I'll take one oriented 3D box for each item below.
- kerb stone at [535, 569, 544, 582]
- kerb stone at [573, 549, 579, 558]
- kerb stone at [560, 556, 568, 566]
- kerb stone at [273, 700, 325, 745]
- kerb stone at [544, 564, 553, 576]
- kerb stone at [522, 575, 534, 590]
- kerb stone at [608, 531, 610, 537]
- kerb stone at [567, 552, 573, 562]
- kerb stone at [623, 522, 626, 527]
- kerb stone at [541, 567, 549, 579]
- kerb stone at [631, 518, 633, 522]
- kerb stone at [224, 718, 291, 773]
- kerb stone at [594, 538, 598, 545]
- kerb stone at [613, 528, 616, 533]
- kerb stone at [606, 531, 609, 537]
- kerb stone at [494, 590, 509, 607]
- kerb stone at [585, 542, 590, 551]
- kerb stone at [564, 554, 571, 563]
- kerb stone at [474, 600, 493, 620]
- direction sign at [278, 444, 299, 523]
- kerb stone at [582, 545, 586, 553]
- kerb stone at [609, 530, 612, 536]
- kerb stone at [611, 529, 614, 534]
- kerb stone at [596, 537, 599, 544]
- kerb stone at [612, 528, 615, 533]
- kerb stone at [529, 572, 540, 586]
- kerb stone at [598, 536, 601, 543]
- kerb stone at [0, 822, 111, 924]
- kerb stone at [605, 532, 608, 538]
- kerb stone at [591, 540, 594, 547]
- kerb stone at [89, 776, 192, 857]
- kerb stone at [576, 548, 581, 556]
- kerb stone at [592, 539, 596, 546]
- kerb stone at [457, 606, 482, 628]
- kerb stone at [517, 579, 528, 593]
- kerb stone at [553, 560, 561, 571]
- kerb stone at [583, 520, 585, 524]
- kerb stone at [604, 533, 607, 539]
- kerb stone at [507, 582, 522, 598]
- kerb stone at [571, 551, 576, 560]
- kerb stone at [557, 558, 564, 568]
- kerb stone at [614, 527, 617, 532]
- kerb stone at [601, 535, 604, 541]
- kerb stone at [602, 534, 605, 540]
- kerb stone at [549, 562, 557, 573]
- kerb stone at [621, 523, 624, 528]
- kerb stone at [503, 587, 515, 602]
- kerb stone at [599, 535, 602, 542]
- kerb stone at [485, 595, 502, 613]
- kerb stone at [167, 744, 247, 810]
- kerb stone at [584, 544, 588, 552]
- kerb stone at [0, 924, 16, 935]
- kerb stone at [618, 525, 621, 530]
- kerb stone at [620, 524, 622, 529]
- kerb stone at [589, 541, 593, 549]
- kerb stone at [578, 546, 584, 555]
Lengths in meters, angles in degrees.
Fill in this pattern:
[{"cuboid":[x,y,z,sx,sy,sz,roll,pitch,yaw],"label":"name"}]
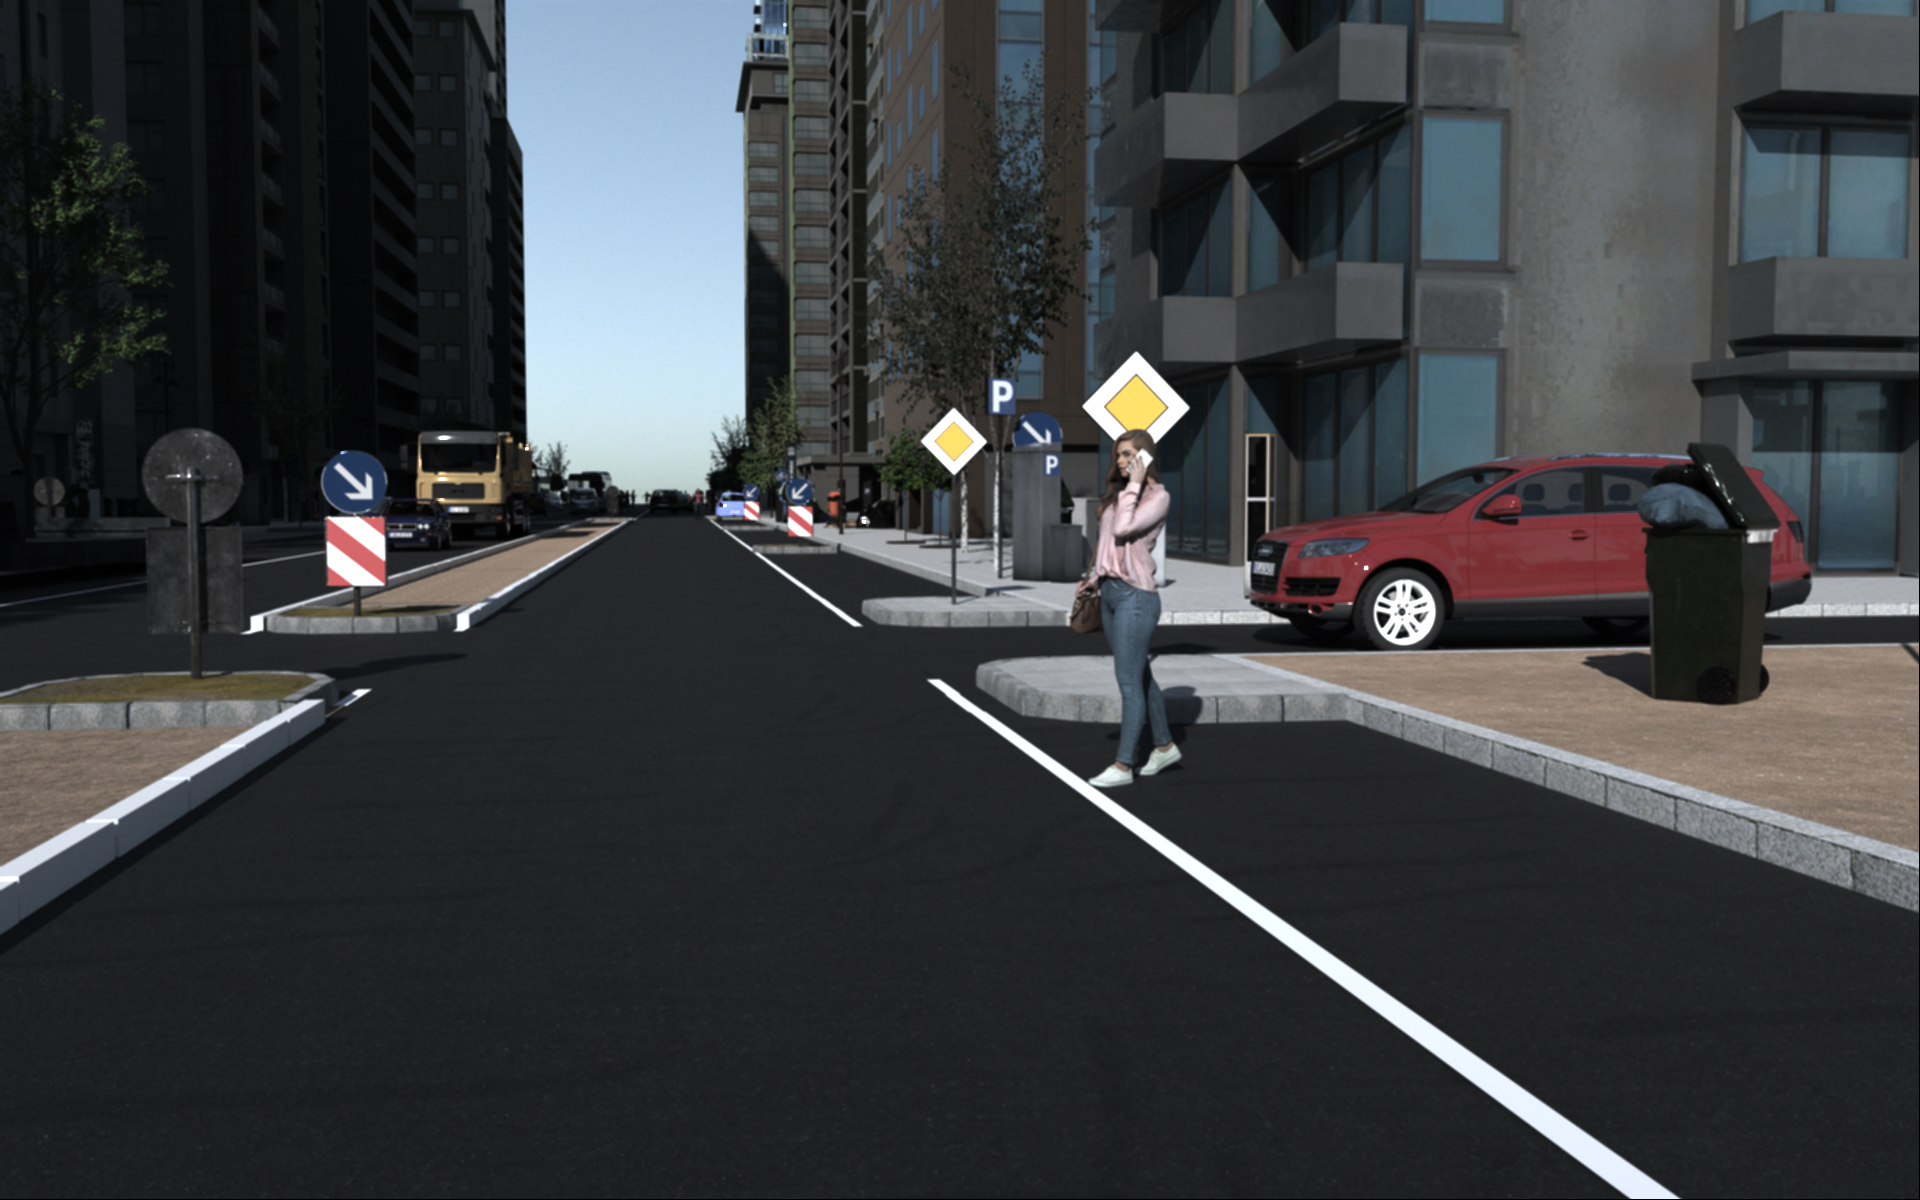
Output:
[{"cuboid":[-6.884,-0.359,28.073,0.120,0.150,1.000,-1,4,-9],"label":"kerb stone"},{"cuboid":[-8.546,-0.977,38.169,0.120,0.150,1.000,-1,4,-9],"label":"kerb stone"},{"cuboid":[-7.877,-0.730,34.127,0.120,0.150,1.000,-1,4,-9],"label":"kerb stone"},{"cuboid":[-3.954,0.728,10.341,0.120,0.150,1.000,-1,4,-9],"label":"kerb stone"},{"cuboid":[-7.209,-0.482,30.094,0.120,0.150,1.000,-1,4,-9],"label":"kerb stone"},{"cuboid":[-6.545,-0.236,26.056,0.120,0.150,1.000,-1,4,-9],"label":"kerb stone"},{"cuboid":[-11.541,-2.090,56.374,0.120,0.150,1.000,-1,4,-9],"label":"kerb stone"},{"cuboid":[-8.214,-0.853,36.145,0.120,0.150,1.000,-1,4,-9],"label":"kerb stone"},{"cuboid":[-14.393,-3.143,73.589,0.120,0.150,1.000,-1,4,-9],"label":"kerb stone"},{"cuboid":[-7.045,-0.419,29.083,0.120,0.150,1.000,-1,4,-9],"label":"kerb stone"},{"cuboid":[-16.217,-3.819,84.726,0.120,0.150,1.000,-1,4,-9],"label":"kerb stone"},{"cuboid":[-3.792,0.787,9.329,0.120,0.150,1.000,-1,4,-9],"label":"kerb stone"},{"cuboid":[-10.044,-1.534,47.280,0.120,0.150,1.000,-1,4,-9],"label":"kerb stone"},{"cuboid":[-12.379,-2.401,61.446,0.120,0.150,1.000,-1,4,-9],"label":"kerb stone"},{"cuboid":[-11.372,-2.027,55.367,0.120,0.150,1.000,-1,4,-9],"label":"kerb stone"},{"cuboid":[-5.876,0.011,22.019,0.120,0.150,1.000,-1,4,-9],"label":"kerb stone"},{"cuboid":[-9.379,-1.286,43.223,0.120,0.150,1.000,-1,4,-9],"label":"kerb stone"},{"cuboid":[-8.044,-0.792,35.137,0.120,0.150,1.000,-1,4,-9],"label":"kerb stone"},{"cuboid":[-5.544,0.134,20.002,0.120,0.150,1.000,-1,4,-9],"label":"kerb stone"},{"cuboid":[-30.221,-5.262,78.031,0.876,3.537,0.379,-2,4,-31],"label":"direction sign"},{"cuboid":[-9.046,-1.160,41.206,0.120,0.150,1.000,-1,4,-9],"label":"kerb stone"},{"cuboid":[-11.709,-2.153,57.391,0.120,0.150,1.000,-1,4,-9],"label":"kerb stone"},{"cuboid":[-12.046,-2.276,59.425,0.120,0.150,1.000,-1,4,-9],"label":"kerb stone"},{"cuboid":[-10.211,-1.595,48.288,0.120,0.150,1.000,-1,4,-9],"label":"kerb stone"},{"cuboid":[-12.215,-2.338,60.434,0.120,0.150,1.000,-1,4,-9],"label":"kerb stone"},{"cuboid":[-6.705,-0.295,27.067,0.120,0.150,1.000,-1,4,-9],"label":"kerb stone"},{"cuboid":[-10.375,-1.657,49.308,0.120,0.150,1.000,-1,4,-9],"label":"kerb stone"},{"cuboid":[-3.295,0.973,6.292,0.120,0.150,1.000,-1,4,-9],"label":"kerb stone"},{"cuboid":[-11.221,-1.967,54.355,0.120,0.150,1.000,-1,4,-9],"label":"kerb stone"},{"cuboid":[-9.714,-1.410,45.253,0.120,0.150,1.000,-1,4,-9],"label":"kerb stone"},{"cuboid":[-3.457,0.911,7.308,0.120,0.150,1.000,-1,4,-9],"label":"kerb stone"},{"cuboid":[-8.711,-1.039,39.186,0.120,0.150,1.000,-1,4,-9],"label":"kerb stone"},{"cuboid":[-9.880,-1.471,46.270,0.120,0.150,1.000,-1,4,-9],"label":"kerb stone"},{"cuboid":[-5.387,0.201,18.988,0.120,0.150,1.000,-1,4,-9],"label":"kerb stone"},{"cuboid":[-6.385,-0.174,25.046,0.120,0.150,1.000,-1,4,-9],"label":"kerb stone"},{"cuboid":[-7.547,-0.606,32.110,0.120,0.150,1.000,-1,4,-9],"label":"kerb stone"},{"cuboid":[-17.613,-3.554,80.307,0.120,0.150,1.000,-1,4,-9],"label":"kerb stone"},{"cuboid":[-11.044,-1.901,53.349,0.120,0.150,1.000,-1,4,-9],"label":"kerb stone"},{"cuboid":[-6.220,-0.112,24.038,0.120,0.150,1.000,-1,4,-9],"label":"kerb stone"},{"cuboid":[-8.375,-0.915,37.156,0.120,0.150,1.000,-1,4,-9],"label":"kerb stone"},{"cuboid":[-7.717,-0.668,33.117,0.120,0.150,1.000,-1,4,-9],"label":"kerb stone"},{"cuboid":[-12.545,-2.462,62.455,0.120,0.150,1.000,-1,4,-9],"label":"kerb stone"},{"cuboid":[-10.715,-1.782,51.331,0.120,0.150,1.000,-1,4,-9],"label":"kerb stone"},{"cuboid":[-10.876,-1.844,52.341,0.120,0.150,1.000,-1,4,-9],"label":"kerb stone"},{"cuboid":[-7.380,-0.538,31.102,0.120,0.150,1.000,-1,4,-9],"label":"kerb stone"},{"cuboid":[-13.887,-2.958,70.559,0.120,0.150,1.000,-1,4,-9],"label":"kerb stone"},{"cuboid":[-6.053,-0.044,23.030,0.120,0.150,1.000,-1,4,-9],"label":"kerb stone"},{"cuboid":[-10.547,-1.714,50.316,0.120,0.150,1.000,-1,4,-9],"label":"kerb stone"},{"cuboid":[-5.704,0.072,21.012,0.120,0.150,1.000,-1,4,-9],"label":"kerb stone"},{"cuboid":[-3.622,0.849,8.317,0.120,0.150,1.000,-1,4,-9],"label":"kerb stone"},{"cuboid":[-9.210,-1.222,42.215,0.120,0.150,1.000,-1,4,-9],"label":"kerb stone"},{"cuboid":[-3.124,1.041,5.284,0.120,0.150,1.000,-1,4,-9],"label":"kerb stone"},{"cuboid":[-13.210,-2.707,66.505,0.120,0.150,1.000,-1,4,-9],"label":"kerb stone"},{"cuboid":[-13.548,-2.834,68.532,0.120,0.150,1.000,-1,4,-9],"label":"kerb stone"},{"cuboid":[-9.537,-1.348,44.239,0.120,0.150,1.000,-1,4,-9],"label":"kerb stone"},{"cuboid":[-8.878,-1.101,40.198,0.120,0.150,1.000,-1,4,-9],"label":"kerb stone"}]
